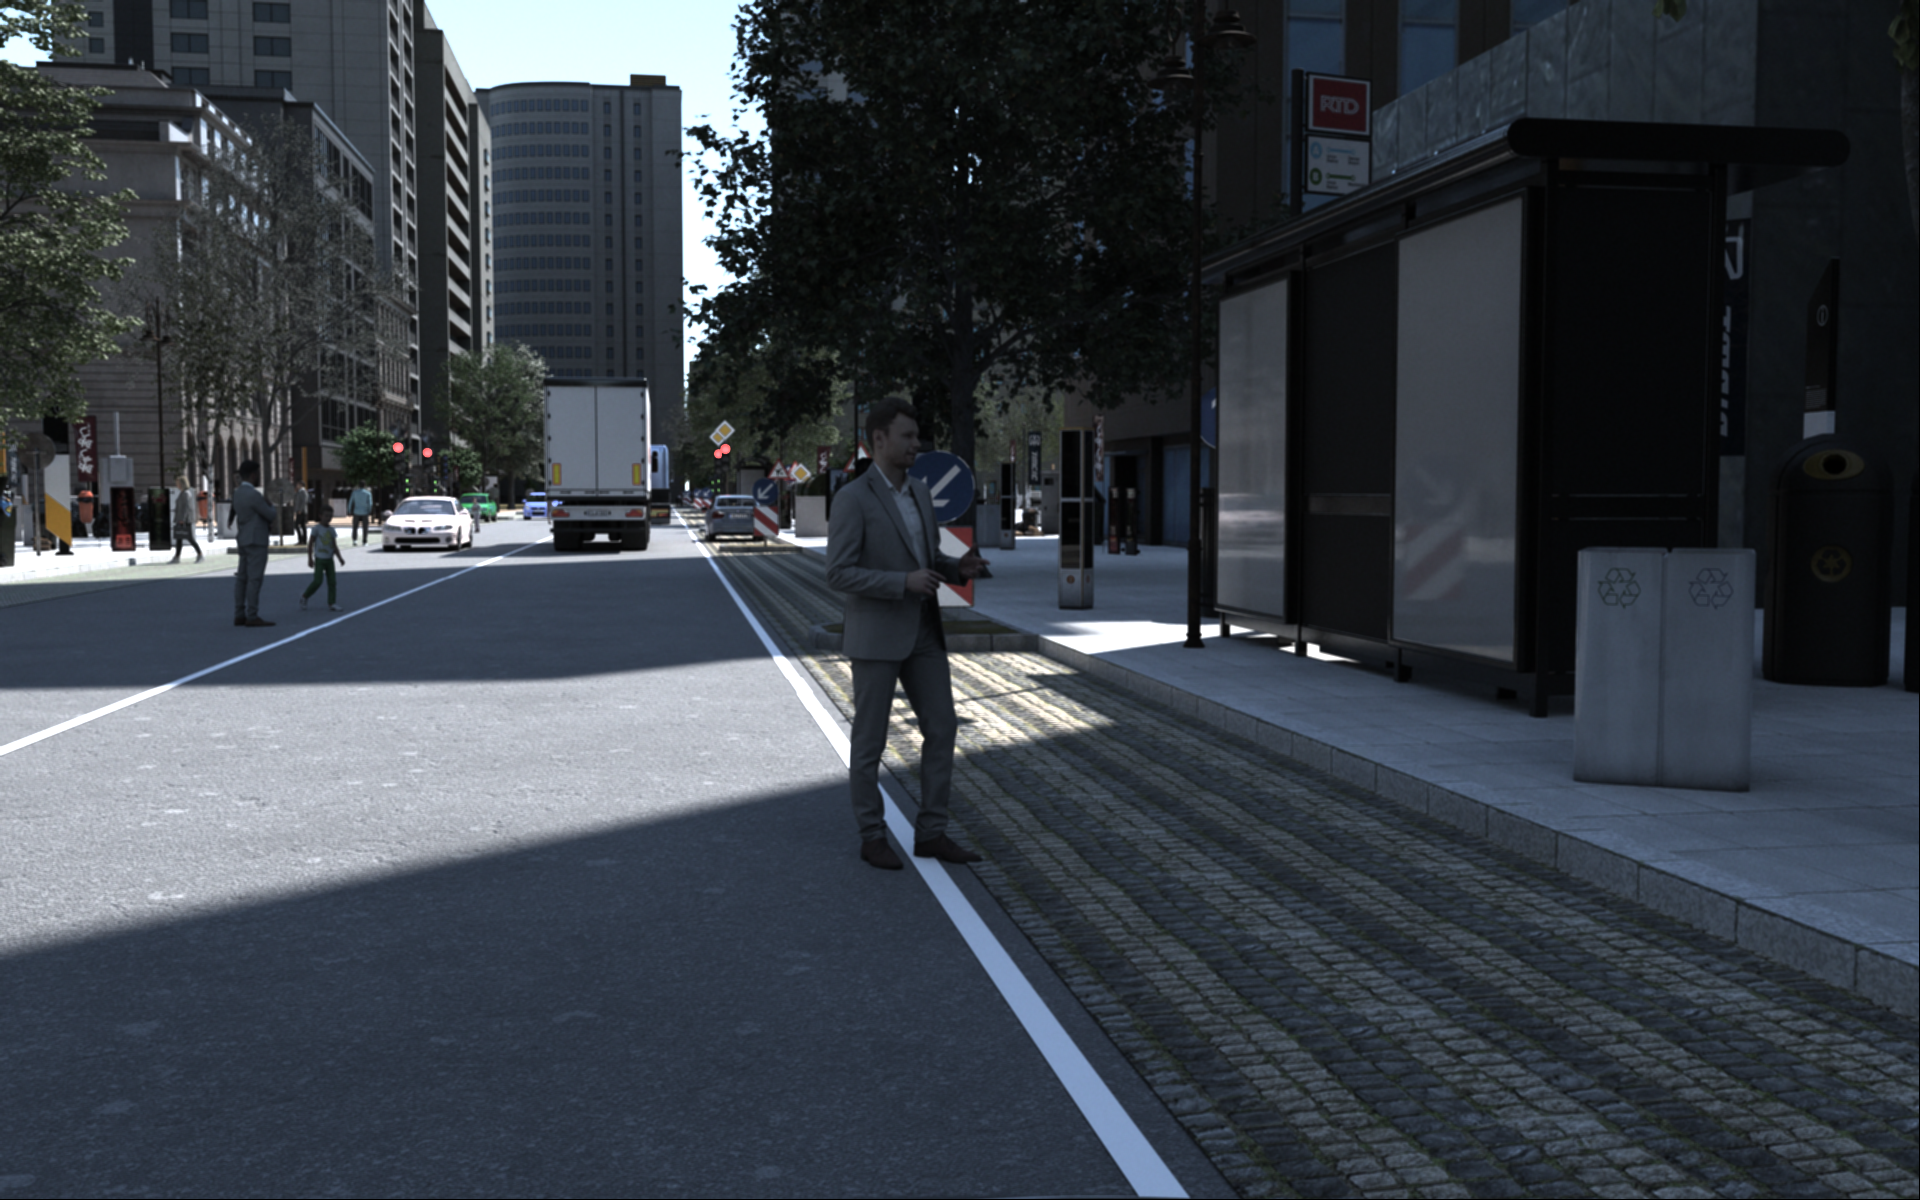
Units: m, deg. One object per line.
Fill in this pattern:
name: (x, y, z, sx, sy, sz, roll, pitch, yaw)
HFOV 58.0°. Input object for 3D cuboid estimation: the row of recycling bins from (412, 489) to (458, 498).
row of recycling bins: (-38.936, -7.447, 128.864, 3.534, 1.692, 1.069, -2, 4, -27)

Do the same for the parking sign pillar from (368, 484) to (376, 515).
parking sign pillar: (-35.705, -7.129, 105.035, 1.447, 3.967, 1.447, -1, 4, -12)

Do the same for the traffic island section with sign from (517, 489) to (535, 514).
traffic island section with sign: (-30.342, -6.962, 122.453, 1.989, 1.847, 2.006, -1, 4, -10)

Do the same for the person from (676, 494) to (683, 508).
person: (-28.534, -10.058, 176.139, 0.628, 1.438, 0.799, 2, 4, 30)

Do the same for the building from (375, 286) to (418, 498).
building: (-48.179, -16.399, 132.745, 10.561, 19.102, 19.286, -1, 4, -10)

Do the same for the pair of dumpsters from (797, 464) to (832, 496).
pair of dumpsters: (-4.606, -3.454, 58.971, 1.574, 2.255, 4.437, -1, 4, -10)

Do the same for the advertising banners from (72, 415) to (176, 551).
advertising banners: (-18.782, -2.611, 38.884, 2.074, 3.025, 0.090, -2, 4, -33)

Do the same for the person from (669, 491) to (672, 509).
person: (-28.579, -9.861, 170.518, 0.721, 1.735, 1.217, -1, 4, -22)

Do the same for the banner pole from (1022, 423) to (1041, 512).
banner pole: (2.474, -4.342, 61.003, 0.863, 3.779, 0.401, -1, 4, -12)

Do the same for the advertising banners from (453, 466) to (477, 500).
advertising banners: (-30.218, -6.706, 105.828, 2.074, 3.025, 0.090, 2, 4, 30)

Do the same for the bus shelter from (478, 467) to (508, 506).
bus shelter: (-36.004, -8.517, 133.175, 2.014, 3.302, 5.546, -1, 4, -10)

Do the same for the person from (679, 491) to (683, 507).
person: (-28.713, -10.339, 178.093, 0.434, 1.755, 0.990, 0, 4, 5)

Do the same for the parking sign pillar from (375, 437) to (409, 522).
parking sign pillar: (-26.611, -5.689, 81.485, 1.447, 3.967, 1.447, -1, 4, -20)

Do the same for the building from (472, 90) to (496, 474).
building: (-65.170, -35.129, 198.053, 21.600, 48.544, 21.300, -1, 4, -10)

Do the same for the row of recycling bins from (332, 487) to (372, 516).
row of recycling bins: (-35.859, -5.819, 102.255, 3.534, 1.692, 1.069, 3, 4, 37)

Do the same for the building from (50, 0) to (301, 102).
building: (-86.998, -46.247, 194.389, 20.611, 71.187, 20.563, -1, 4, -10)

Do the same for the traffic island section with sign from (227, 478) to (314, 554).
traffic island section with sign: (-16.551, -2.046, 42.088, 1.989, 1.847, 2.006, -1, 4, -10)

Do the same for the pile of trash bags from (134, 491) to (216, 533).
pile of trash bags: (-26.847, -2.968, 58.274, 3.447, 1.369, 1.912, -3, 5, -39)

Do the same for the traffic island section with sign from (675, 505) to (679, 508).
traffic island section with sign: (-27.433, -10.115, 174.004, 1.989, 1.847, 2.006, -1, 4, -10)

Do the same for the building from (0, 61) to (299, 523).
building: (-42.476, -15.020, 87.372, 13.314, 21.916, 24.055, -1, 4, -10)

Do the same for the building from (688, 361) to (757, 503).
building: (-25.118, -25.037, 254.398, 28.899, 21.520, 27.650, -1, 4, -10)

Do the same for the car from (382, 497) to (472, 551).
car: (-13.748, -1.987, 44.857, 2.083, 1.381, 4.827, -1, 4, -10)

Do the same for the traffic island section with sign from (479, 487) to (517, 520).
traffic island section with sign: (-25.782, -5.337, 95.885, 1.989, 1.847, 2.006, -1, 4, -10)

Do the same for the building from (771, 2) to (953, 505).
building: (-11.550, -40.439, 203.169, 21.231, 58.520, 28.212, -1, 4, -10)

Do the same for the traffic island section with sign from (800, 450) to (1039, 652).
traffic island section with sign: (-0.420, -0.479, 16.463, 1.989, 1.847, 2.006, -1, 4, -10)

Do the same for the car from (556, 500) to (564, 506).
car: (-24.406, -5.942, 106.743, 1.945, 1.707, 3.694, -1, 4, -11)

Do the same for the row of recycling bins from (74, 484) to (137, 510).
row of recycling bins: (-35.250, -3.932, 71.403, 1.069, 1.692, 3.534, 0, 4, 7)

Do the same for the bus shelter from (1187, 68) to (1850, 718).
bus shelter: (3.360, -2.231, 14.107, 2.179, 5.291, 8.768, -1, 4, -10)

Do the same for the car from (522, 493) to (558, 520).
car: (-23.551, -5.358, 97.198, 1.945, 1.707, 3.694, -1, 4, -10)

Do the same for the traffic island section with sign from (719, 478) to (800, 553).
traffic island section with sign: (-4.986, -2.106, 43.067, 1.989, 1.847, 2.006, -1, 4, -10)

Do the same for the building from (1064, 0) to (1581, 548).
building: (11.085, -24.108, 44.282, 14.600, 45.320, 14.200, -1, 4, -10)

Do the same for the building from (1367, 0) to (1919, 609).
building: (20.569, -42.874, 13.658, 22.319, 86.520, 31.000, -1, 4, -10)

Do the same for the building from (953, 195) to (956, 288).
building: (-2.066, -36.736, 250.745, 14.200, 45.320, 14.600, -1, 4, -10)

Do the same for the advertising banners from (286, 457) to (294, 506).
advertising banners: (-32.413, -5.318, 83.139, 2.074, 3.025, 0.090, 3, 5, 43)

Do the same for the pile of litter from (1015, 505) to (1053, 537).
pile of litter: (2.016, -2.367, 52.670, 1.719, 0.858, 1.176, 3, 5, 45)

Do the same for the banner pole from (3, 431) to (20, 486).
banner pole: (-37.941, -4.843, 69.203, 0.401, 3.779, 0.863, 2, 4, 29)

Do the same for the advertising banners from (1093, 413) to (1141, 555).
advertising banners: (3.312, -2.495, 36.981, 0.090, 3.025, 2.074, -1, 4, -23)

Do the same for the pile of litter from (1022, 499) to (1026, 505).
pile of litter: (5.276, -8.113, 146.606, 1.176, 0.858, 1.719, -1, 4, -17)

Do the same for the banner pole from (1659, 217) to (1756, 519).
banner pole: (5.988, -1.474, 14.113, 0.863, 3.779, 0.401, 3, 5, 40)

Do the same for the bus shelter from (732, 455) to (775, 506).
bus shelter: (-10.769, -5.964, 91.438, 2.014, 3.302, 5.546, -1, 4, -10)

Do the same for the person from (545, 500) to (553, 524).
person: (-19.502, -4.510, 82.573, 0.599, 1.781, 0.374, 3, 5, 39)

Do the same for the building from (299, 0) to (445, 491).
building: (-56.627, -43.615, 151.350, 20.563, 71.187, 20.611, -1, 4, -10)

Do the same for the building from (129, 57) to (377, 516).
building: (-46.440, -19.410, 110.854, 14.314, 27.812, 24.014, -1, 4, -10)

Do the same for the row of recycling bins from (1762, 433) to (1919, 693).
row of recycling bins: (6.763, -0.226, 10.805, 1.069, 1.692, 3.534, -2, 4, -35)

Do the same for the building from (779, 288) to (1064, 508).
building: (-3.722, -20.285, 176.705, 27.650, 21.520, 28.899, -1, 4, -10)

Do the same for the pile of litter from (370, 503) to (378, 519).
pile of litter: (-29.617, -4.582, 88.880, 1.176, 0.858, 1.719, -2, 4, -30)

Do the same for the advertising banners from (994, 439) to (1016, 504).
advertising banners: (1.470, -3.676, 56.283, 0.090, 3.025, 2.074, -1, 4, -16)

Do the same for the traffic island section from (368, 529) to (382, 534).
traffic island section: (-20.584, -2.534, 63.710, 2.009, 0.180, 2.903, -1, 4, -10)

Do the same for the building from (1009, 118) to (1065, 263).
building: (14.987, -36.038, 212.916, 21.600, 48.544, 21.300, -1, 4, -10)

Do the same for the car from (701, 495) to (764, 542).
car: (-6.924, -2.521, 53.226, 2.014, 1.417, 4.499, -1, 4, -10)

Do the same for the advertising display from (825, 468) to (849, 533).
advertising display: (-3.030, -2.302, 42.844, 0.123, 1.923, 0.974, 2, 4, 25)

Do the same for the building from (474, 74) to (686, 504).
building: (-53.375, -42.989, 244.874, 28.212, 58.520, 21.231, -1, 4, -10)

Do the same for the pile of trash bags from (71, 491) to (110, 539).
pile of trash bags: (-25.697, -2.533, 51.161, 1.912, 1.369, 3.447, -2, 4, -24)

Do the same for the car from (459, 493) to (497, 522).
car: (-24.683, -4.858, 88.217, 1.959, 1.807, 4.718, -1, 4, -8)

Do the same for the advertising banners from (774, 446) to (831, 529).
advertising banners: (-5.696, -4.096, 63.163, 2.074, 3.025, 0.090, 1, 4, 11)

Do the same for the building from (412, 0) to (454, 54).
building: (-61.009, -33.598, 173.035, 21.300, 48.544, 21.600, -1, 4, -10)

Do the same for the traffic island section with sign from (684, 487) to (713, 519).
traffic island section with sign: (-14.583, -5.529, 99.019, 1.989, 1.847, 2.006, -1, 4, -10)

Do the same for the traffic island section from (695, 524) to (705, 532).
traffic island section: (-10.213, -3.137, 73.579, 2.009, 0.180, 2.903, -1, 4, -10)

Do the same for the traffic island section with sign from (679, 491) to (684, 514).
traffic island section with sign: (-19.150, -7.157, 125.643, 1.989, 1.847, 2.006, -1, 4, -10)
